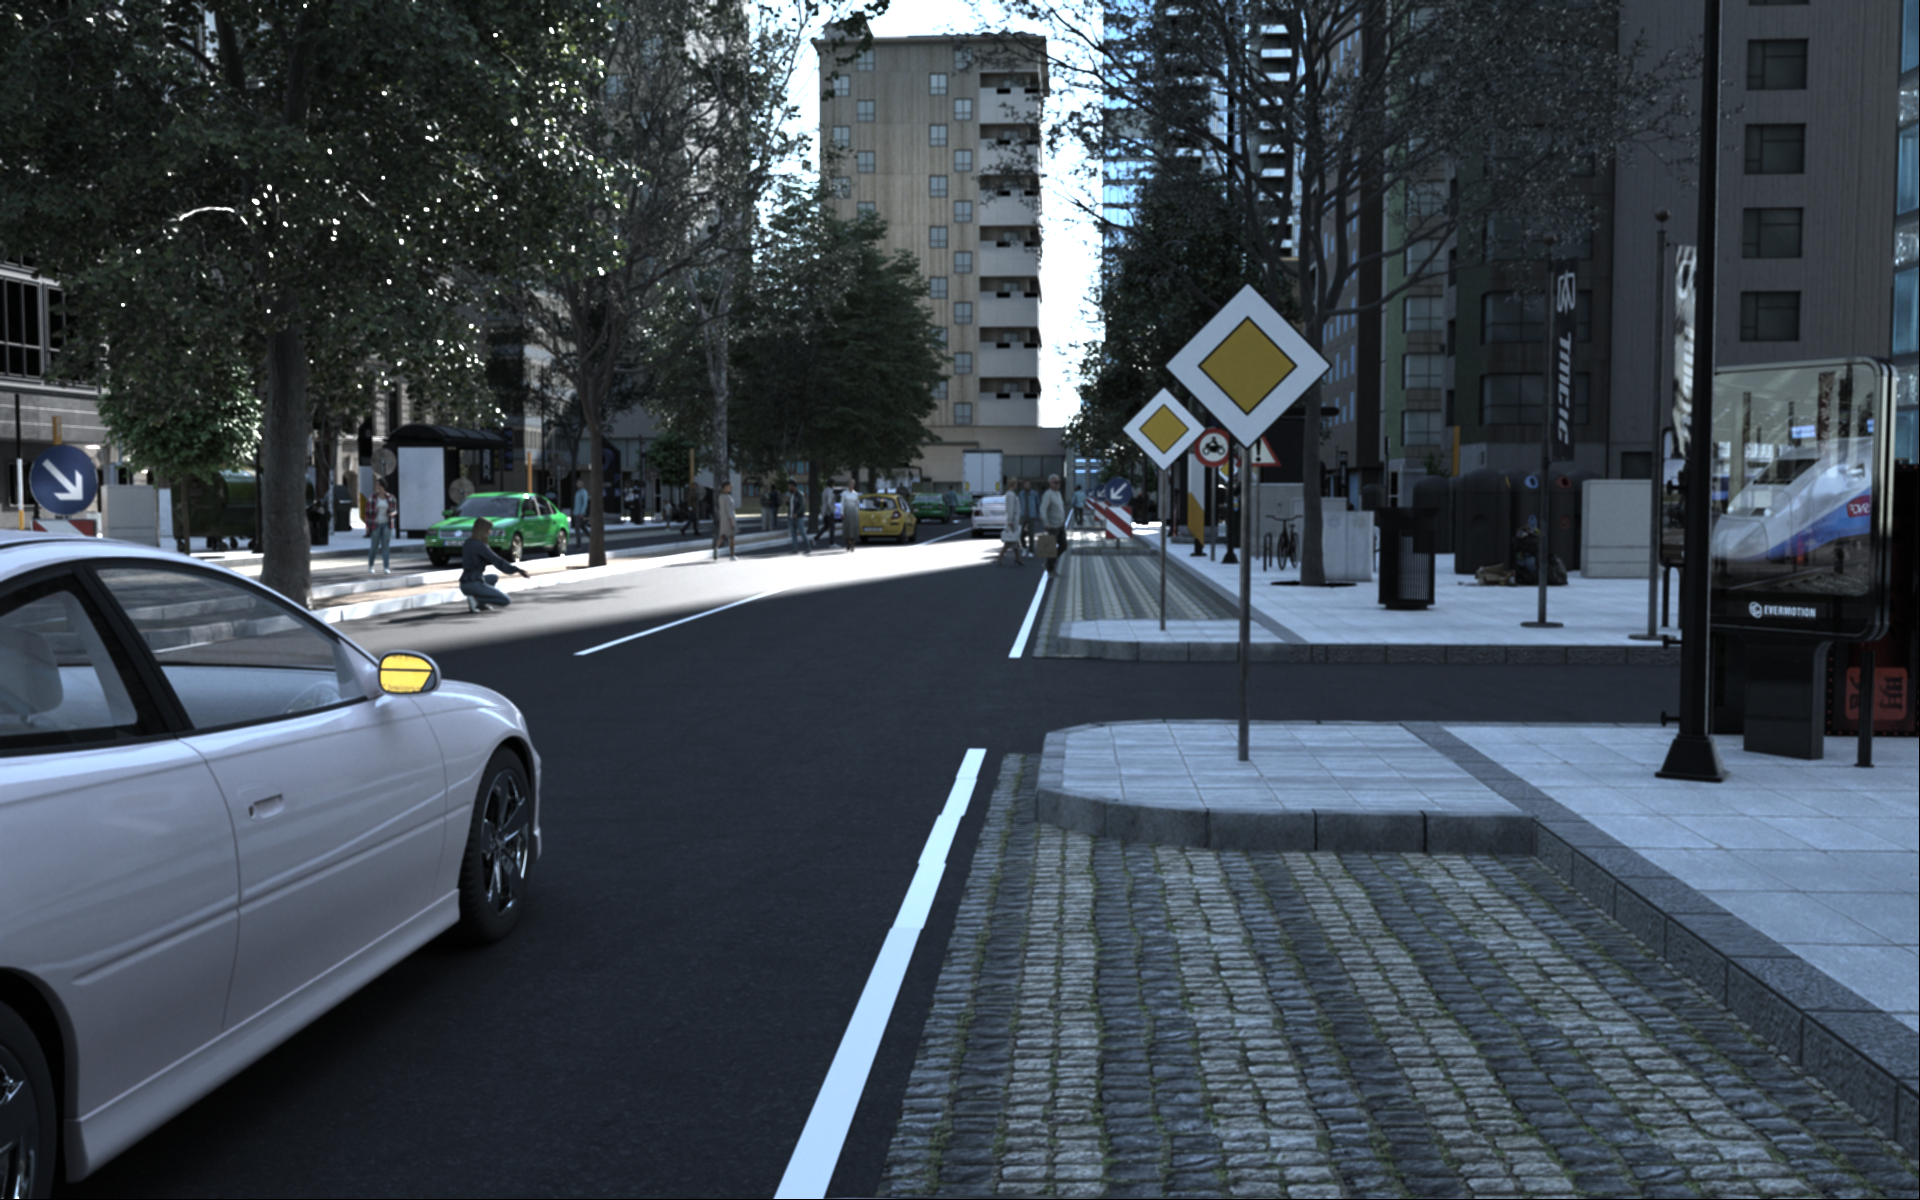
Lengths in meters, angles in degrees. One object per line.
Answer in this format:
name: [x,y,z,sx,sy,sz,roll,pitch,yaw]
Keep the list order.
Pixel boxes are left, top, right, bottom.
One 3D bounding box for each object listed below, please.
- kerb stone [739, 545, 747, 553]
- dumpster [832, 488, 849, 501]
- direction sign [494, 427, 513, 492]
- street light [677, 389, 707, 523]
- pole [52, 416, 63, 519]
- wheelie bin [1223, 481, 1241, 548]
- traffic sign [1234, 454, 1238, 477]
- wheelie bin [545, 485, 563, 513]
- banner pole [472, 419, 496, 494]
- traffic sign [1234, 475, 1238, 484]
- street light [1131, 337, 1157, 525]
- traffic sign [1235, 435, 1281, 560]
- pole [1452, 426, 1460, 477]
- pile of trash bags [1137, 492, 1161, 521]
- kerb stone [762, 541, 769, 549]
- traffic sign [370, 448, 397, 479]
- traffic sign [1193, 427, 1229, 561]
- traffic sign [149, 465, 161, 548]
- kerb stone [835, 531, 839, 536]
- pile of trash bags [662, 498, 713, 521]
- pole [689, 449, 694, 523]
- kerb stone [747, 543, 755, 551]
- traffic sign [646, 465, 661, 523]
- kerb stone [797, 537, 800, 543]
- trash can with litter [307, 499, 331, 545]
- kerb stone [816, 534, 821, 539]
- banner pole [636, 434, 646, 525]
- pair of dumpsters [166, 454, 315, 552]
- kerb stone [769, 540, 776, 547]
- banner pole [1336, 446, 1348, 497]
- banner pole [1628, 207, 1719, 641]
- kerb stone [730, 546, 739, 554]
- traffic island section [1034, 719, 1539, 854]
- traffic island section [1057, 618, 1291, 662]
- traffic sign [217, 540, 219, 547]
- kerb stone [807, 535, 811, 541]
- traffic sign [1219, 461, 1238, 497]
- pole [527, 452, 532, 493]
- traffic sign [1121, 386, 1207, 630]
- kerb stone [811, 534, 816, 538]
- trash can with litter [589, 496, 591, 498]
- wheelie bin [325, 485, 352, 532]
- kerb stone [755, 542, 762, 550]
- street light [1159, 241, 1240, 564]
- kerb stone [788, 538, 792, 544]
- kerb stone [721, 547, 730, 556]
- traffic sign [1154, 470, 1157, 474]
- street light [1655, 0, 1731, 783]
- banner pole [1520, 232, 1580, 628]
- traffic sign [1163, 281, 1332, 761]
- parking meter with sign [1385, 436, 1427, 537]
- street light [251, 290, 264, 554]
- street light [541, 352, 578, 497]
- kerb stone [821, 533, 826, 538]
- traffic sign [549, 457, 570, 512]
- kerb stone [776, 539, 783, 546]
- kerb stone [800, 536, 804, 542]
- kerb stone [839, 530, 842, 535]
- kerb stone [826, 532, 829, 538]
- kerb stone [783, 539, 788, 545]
kerb stone: [-5.443,-1.244,42.527,0.120,0.150,1.000,0,4,4]
dumpster: [-7.676,-6.526,114.922,1.865,1.857,1.264,0,4,4]
direction sign: [-15.506,-4.074,58.603,0.379,3.537,0.876,3,5,42]
street light: [-11.837,-6.352,76.403,1.470,5.913,1.316,0,4,4]
pole: [-23.726,-3.165,45.585,0.158,3.312,0.155,0,3,0]
wheelie bin: [6.655,-2.044,41.329,0.693,1.594,0.980,0,4,2]
traffic sign: [8.335,-3.270,53.567,0.768,2.556,0.104,0,4,5]
wheelie bin: [-14.996,-3.413,63.715,0.693,1.594,0.980,-2,4,-27]
banner pole: [-15.398,-4.021,55.768,0.863,3.779,0.401,-1,4,-18]
traffic sign: [11.246,-4.317,70.587,0.884,2.594,0.081,1,4,10]
street light: [5.766,-4.823,51.393,1.470,5.913,1.316,0,4,4]
traffic sign: [5.803,-2.062,33.711,0.884,2.594,0.081,1,4,12]
pole: [14.842,-3.550,51.879,0.158,3.312,0.155,0,3,0]
pile of trash bags: [9.441,-4.474,82.907,1.912,1.369,3.447,-2,4,-24]
kerb stone: [-5.236,-1.431,45.590,0.120,0.150,1.000,0,4,4]
traffic sign: [-16.018,-2.936,48.104,0.768,2.556,0.104,0,4,6]
traffic sign: [4.838,-2.015,33.057,0.768,2.556,0.104,1,4,12]
traffic sign: [-16.955,-2.229,36.548,0.768,2.556,0.104,1,4,13]
kerb stone: [-4.341,-2.237,58.895,0.120,0.150,1.000,0,4,4]
pile of trash bags: [-12.902,-4.608,85.101,1.912,1.369,3.447,3,4,38]
pole: [-12.002,-5.122,77.587,0.158,3.312,0.155,0,3,0]
kerb stone: [-5.384,-1.304,43.551,0.120,0.150,1.000,0,4,4]
traffic sign: [-13.627,-4.682,76.656,0.768,2.556,0.104,1,4,10]
kerb stone: [-4.889,-1.743,50.700,0.120,0.150,1.000,0,4,4]
trash can with litter: [-16.292,-1.952,43.298,1.055,1.170,0.624,0,4,5]
kerb stone: [-4.615,-1.994,54.796,0.120,0.150,1.000,0,4,4]
banner pole: [-13.209,-5.019,72.076,0.401,3.779,0.863,-2,4,-30]
pair of dumpsters: [-16.622,-2.300,40.103,1.574,2.255,4.437,0,4,4]
kerb stone: [-5.169,-1.489,46.611,0.120,0.150,1.000,0,4,4]
banner pole: [19.651,-6.080,89.429,0.863,3.779,0.401,-1,4,-19]
banner pole: [6.346,-1.547,15.317,0.863,3.779,0.401,-1,4,-23]
kerb stone: [-5.519,-1.181,41.500,0.120,0.150,1.000,0,4,4]
traffic island section: [1.386,0.852,8.355,2.009,0.180,2.903,0,4,4]
traffic island section: [1.930,0.364,16.322,2.009,0.180,2.903,0,4,4]
traffic sign: [-17.966,-2.558,41.927,0.768,2.556,0.104,0,4,5]
kerb stone: [-4.754,-1.869,52.756,0.120,0.150,1.000,0,4,4]
traffic sign: [8.227,-3.193,53.388,0.795,2.450,0.064,1,4,10]
pole: [-20.832,-5.506,83.874,0.158,3.312,0.155,0,3,0]
traffic sign: [1.906,-0.771,16.246,0.795,2.450,0.064,0,4,4]
kerb stone: [-4.681,-1.932,53.775,0.120,0.150,1.000,0,4,4]
trash can with litter: [-19.689,-4.926,91.600,1.678,1.210,2.233,1,4,14]
wheelie bin: [-21.337,-3.148,59.381,0.693,1.594,0.980,2,4,29]
kerb stone: [-5.315,-1.367,44.570,0.120,0.150,1.000,0,4,4]
street light: [4.457,-3.629,31.882,1.470,5.913,1.316,0,4,4]
kerb stone: [-4.963,-1.676,49.671,0.120,0.150,1.000,0,4,4]
kerb stone: [-5.594,-1.114,40.479,0.120,0.150,1.000,0,4,4]
traffic sign: [10.299,-5.508,90.163,0.768,2.556,0.104,1,4,12]
street light: [2.794,-2.153,7.739,1.470,5.913,1.316,0,4,4]
banner pole: [5.665,-1.617,16.455,0.401,3.779,0.863,0,4,-5]
traffic sign: [1.362,-0.284,8.280,0.795,2.450,0.064,0,4,4]
parking meter with sign: [13.717,-3.423,52.227,1.738,3.016,0.543,1,4,18]
street light: [-14.545,-3.948,37.092,1.470,5.913,1.316,0,4,4]
street light: [-13.180,-5.162,56.940,1.470,5.913,1.316,0,4,4]
kerb stone: [-4.548,-2.055,55.816,0.120,0.150,1.000,0,4,4]
traffic sign: [-13.891,-3.664,60.018,0.768,2.556,0.104,1,4,9]
kerb stone: [-5.094,-1.556,47.630,0.120,0.150,1.000,0,4,4]
kerb stone: [-4.823,-1.802,51.736,0.120,0.150,1.000,0,4,4]
kerb stone: [-4.257,-2.306,59.930,0.120,0.150,1.000,0,4,4]
kerb stone: [-4.472,-2.115,56.843,0.120,0.150,1.000,0,4,4]
kerb stone: [-5.033,-1.614,48.651,0.120,0.150,1.000,0,4,4]
